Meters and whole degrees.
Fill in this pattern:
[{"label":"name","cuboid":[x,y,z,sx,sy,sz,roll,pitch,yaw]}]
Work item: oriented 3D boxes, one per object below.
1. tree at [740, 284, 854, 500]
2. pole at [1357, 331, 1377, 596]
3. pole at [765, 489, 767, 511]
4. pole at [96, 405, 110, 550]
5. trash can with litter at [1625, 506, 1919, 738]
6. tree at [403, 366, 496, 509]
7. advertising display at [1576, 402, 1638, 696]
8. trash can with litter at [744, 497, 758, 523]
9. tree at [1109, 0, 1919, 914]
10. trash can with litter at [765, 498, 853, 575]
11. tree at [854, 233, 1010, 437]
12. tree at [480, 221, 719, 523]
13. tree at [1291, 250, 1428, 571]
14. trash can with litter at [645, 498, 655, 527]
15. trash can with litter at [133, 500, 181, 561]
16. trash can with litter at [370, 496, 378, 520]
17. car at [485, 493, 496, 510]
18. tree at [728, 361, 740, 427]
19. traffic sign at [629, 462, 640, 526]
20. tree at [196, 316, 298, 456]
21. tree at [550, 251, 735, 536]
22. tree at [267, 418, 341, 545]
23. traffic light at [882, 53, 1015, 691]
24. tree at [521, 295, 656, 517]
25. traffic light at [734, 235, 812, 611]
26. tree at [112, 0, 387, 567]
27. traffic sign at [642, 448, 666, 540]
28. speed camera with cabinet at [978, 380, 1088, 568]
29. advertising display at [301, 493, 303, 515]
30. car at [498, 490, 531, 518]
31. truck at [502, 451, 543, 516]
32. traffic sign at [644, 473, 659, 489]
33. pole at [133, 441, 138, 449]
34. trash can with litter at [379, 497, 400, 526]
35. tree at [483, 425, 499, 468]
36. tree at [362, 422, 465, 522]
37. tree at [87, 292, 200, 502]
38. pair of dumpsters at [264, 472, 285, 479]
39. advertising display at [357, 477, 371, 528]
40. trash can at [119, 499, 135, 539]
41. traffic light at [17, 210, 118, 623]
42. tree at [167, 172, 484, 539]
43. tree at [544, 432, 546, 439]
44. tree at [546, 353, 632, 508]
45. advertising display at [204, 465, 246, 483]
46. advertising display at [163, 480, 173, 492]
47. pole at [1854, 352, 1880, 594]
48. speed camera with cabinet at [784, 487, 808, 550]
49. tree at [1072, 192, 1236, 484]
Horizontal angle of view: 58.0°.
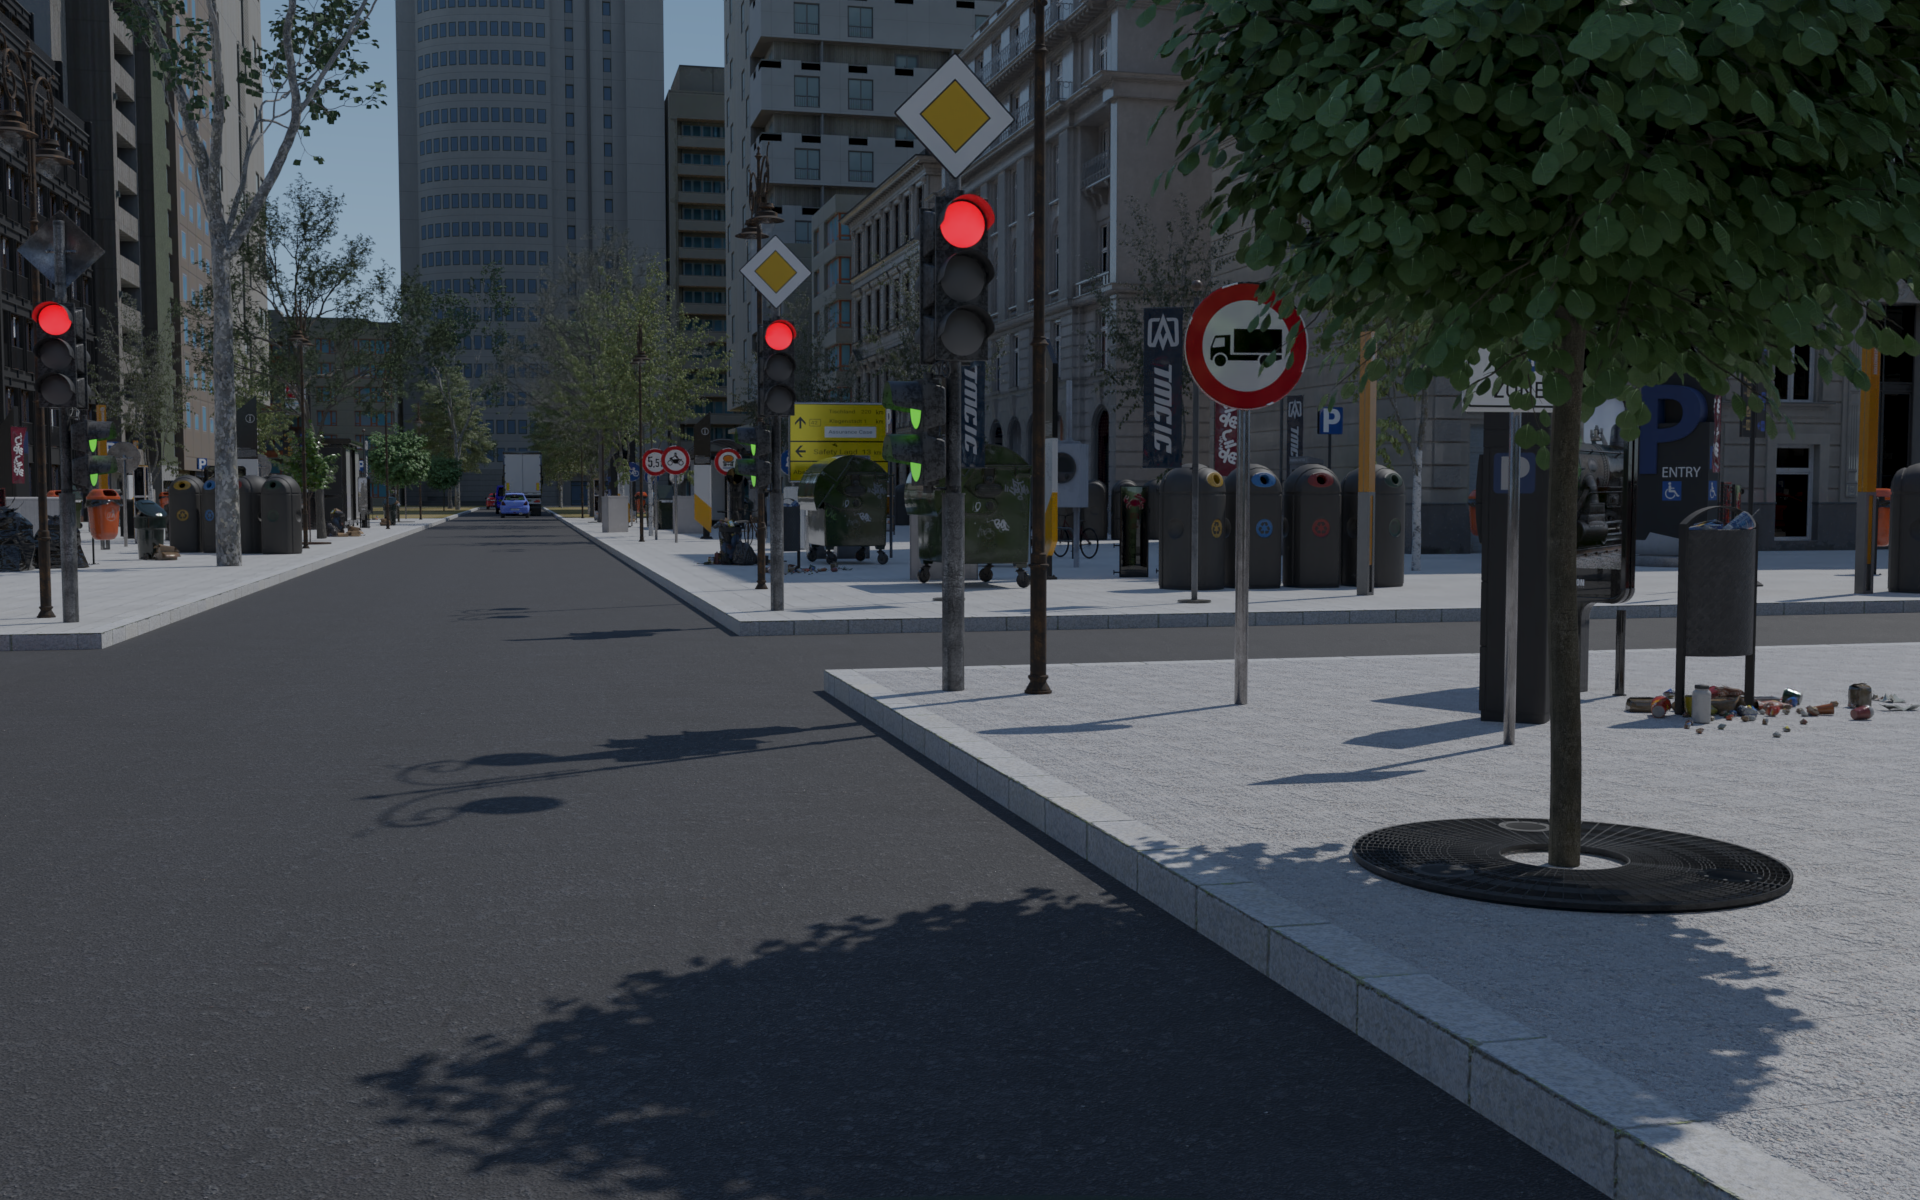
[{"label":"tree","cuboid":[-5.244,-6.787,61.334,4.360,8.622,3.978,0,3,0]},{"label":"pole","cuboid":[5.135,-1.713,21.851,0.158,3.312,0.155,0,3,0]},{"label":"pole","cuboid":[-6.645,-3.978,58.886,0.158,3.312,0.155,0,3,0]},{"label":"pole","cuboid":[-19.678,-2.810,39.780,0.158,3.312,0.155,0,3,0]},{"label":"trash can with litter","cuboid":[4.819,0.057,10.122,2.233,1.210,1.678,-1,4,-18]},{"label":"tree","cuboid":[-44.730,-14.303,151.981,7.486,12.596,7.792,0,3,0]},{"label":"advertising display","cuboid":[3.925,-0.372,11.301,0.123,1.923,0.974,-3,5,-40]},{"label":"trash can with litter","cuboid":[-9.200,-3.992,76.655,1.055,1.170,0.624,2,4,29]},{"label":"tree","cuboid":[2.163,-1.357,5.904,4.285,4.588,4.351,0,3,0]},{"label":"trash can with litter","cuboid":[-2.487,-1.071,28.565,1.678,1.210,2.233,3,5,40]},{"label":"tree","cuboid":[-0.757,-6.001,48.478,4.360,8.622,3.978,0,3,0]},{"label":"tree","cuboid":[-15.963,-10.212,77.333,12.009,13.543,11.850,0,3,0]},{"label":"tree","cuboid":[7.407,-4.797,28.796,4.737,8.622,4.395,0,3,0]},{"label":"trash can with litter","cuboid":[-11.803,-3.397,66.928,0.624,1.170,1.055,-1,4,-20]},{"label":"trash can with litter","cuboid":[-15.593,-1.368,33.756,1.055,1.170,0.624,2,4,32]},{"label":"trash can with litter","cuboid":[-29.732,-4.571,85.798,2.233,1.210,1.678,0,4,-5]},{"label":"car","cuboid":[-42.748,-9.218,159.748,2.155,1.783,4.494,-1,4,-14]},{"label":"tree","cuboid":[-8.980,-8.120,83.127,4.360,8.622,3.978,0,3,0]},{"label":"traffic sign","cuboid":[-13.107,-4.221,69.115,0.768,2.556,0.104,-1,4,-12]},{"label":"tree","cuboid":[-29.713,-7.487,72.770,4.737,8.622,4.395,0,3,0]},{"label":"tree","cuboid":[-9.274,-6.253,52.607,4.737,8.622,4.395,0,3,0]},{"label":"tree","cuboid":[-16.503,-3.026,44.070,1.663,3.219,1.824,0,3,0]},{"label":"traffic light","cuboid":[-0.063,-1.363,11.211,0.839,4.253,0.868,-1,4,-14]},{"label":"tree","cuboid":[-20.427,-10.967,97.433,7.486,12.596,7.792,0,3,0]},{"label":"traffic light","cuboid":[-2.031,-1.837,18.951,0.839,4.253,0.868,-1,4,-14]},{"label":"tree","cuboid":[-11.537,-10.664,30.241,12.611,20.169,13.585,0,3,0]},{"label":"traffic sign","cuboid":[-8.507,-2.956,48.435,0.768,2.556,0.104,0,4,-7]},{"label":"speed camera with cabinet","cuboid":[1.189,-2.199,30.296,2.038,3.252,0.660,1,4,20]},{"label":"advertising display","cuboid":[-22.324,-3.218,57.826,0.974,1.923,0.123,0,4,6]},{"label":"car","cuboid":[-26.936,-5.824,104.809,1.945,1.707,3.694,-1,4,-14]},{"label":"truck","cuboid":[-29.725,-7.880,117.743,2.839,4.237,11.283,-1,4,-14]},{"label":"traffic sign","cuboid":[-15.854,-5.446,89.146,0.768,2.556,0.104,-1,4,-9]},{"label":"pole","cuboid":[-31.423,-4.419,66.096,0.158,3.312,0.155,0,3,0]},{"label":"trash can with litter","cuboid":[-23.087,-3.588,70.050,0.624,1.170,1.055,0,4,-1]},{"label":"tree","cuboid":[-47.743,-14.110,165.117,8.767,10.594,7.601,0,4,5]},{"label":"tree","cuboid":[-25.548,-5.815,78.790,4.285,4.588,4.351,0,3,0]},{"label":"tree","cuboid":[-29.551,-6.886,62.955,4.360,8.622,3.978,0,3,0]},{"label":"pair of dumpsters","cuboid":[-26.838,-4.052,68.751,1.574,2.255,4.437,-1,4,-14]},{"label":"advertising display","cuboid":[-22.419,-3.667,65.175,0.123,1.923,0.974,-3,5,-39]},{"label":"trash can","cuboid":[-23.808,-2.331,49.773,0.748,1.137,0.748,0,3,0]},{"label":"traffic light","cuboid":[-8.871,-1.730,17.202,0.839,4.253,0.868,-1,4,-14]},{"label":"tree","cuboid":[-18.387,-7.053,49.723,8.767,10.594,7.601,-1,4,-15]},{"label":"tree","cuboid":[-36.148,-12.687,157.787,4.360,8.622,3.978,0,3,0]},{"label":"tree","cuboid":[-18.646,-8.430,88.187,4.360,8.622,3.978,0,3,0]},{"label":"advertising display","cuboid":[-16.679,-2.089,39.361,0.123,1.923,0.974,2,4,35]},{"label":"advertising display","cuboid":[-37.061,-4.644,81.140,0.974,1.923,0.123,3,5,44]},{"label":"pole","cuboid":[11.635,-1.734,22.199,0.158,3.312,0.155,0,3,0]},{"label":"speed camera with cabinet","cuboid":[-3.463,-2.839,40.747,0.660,3.252,2.038,1,4,20]},{"label":"tree","cuboid":[4.950,-5.579,41.581,4.360,8.622,3.978,0,3,0]}]
